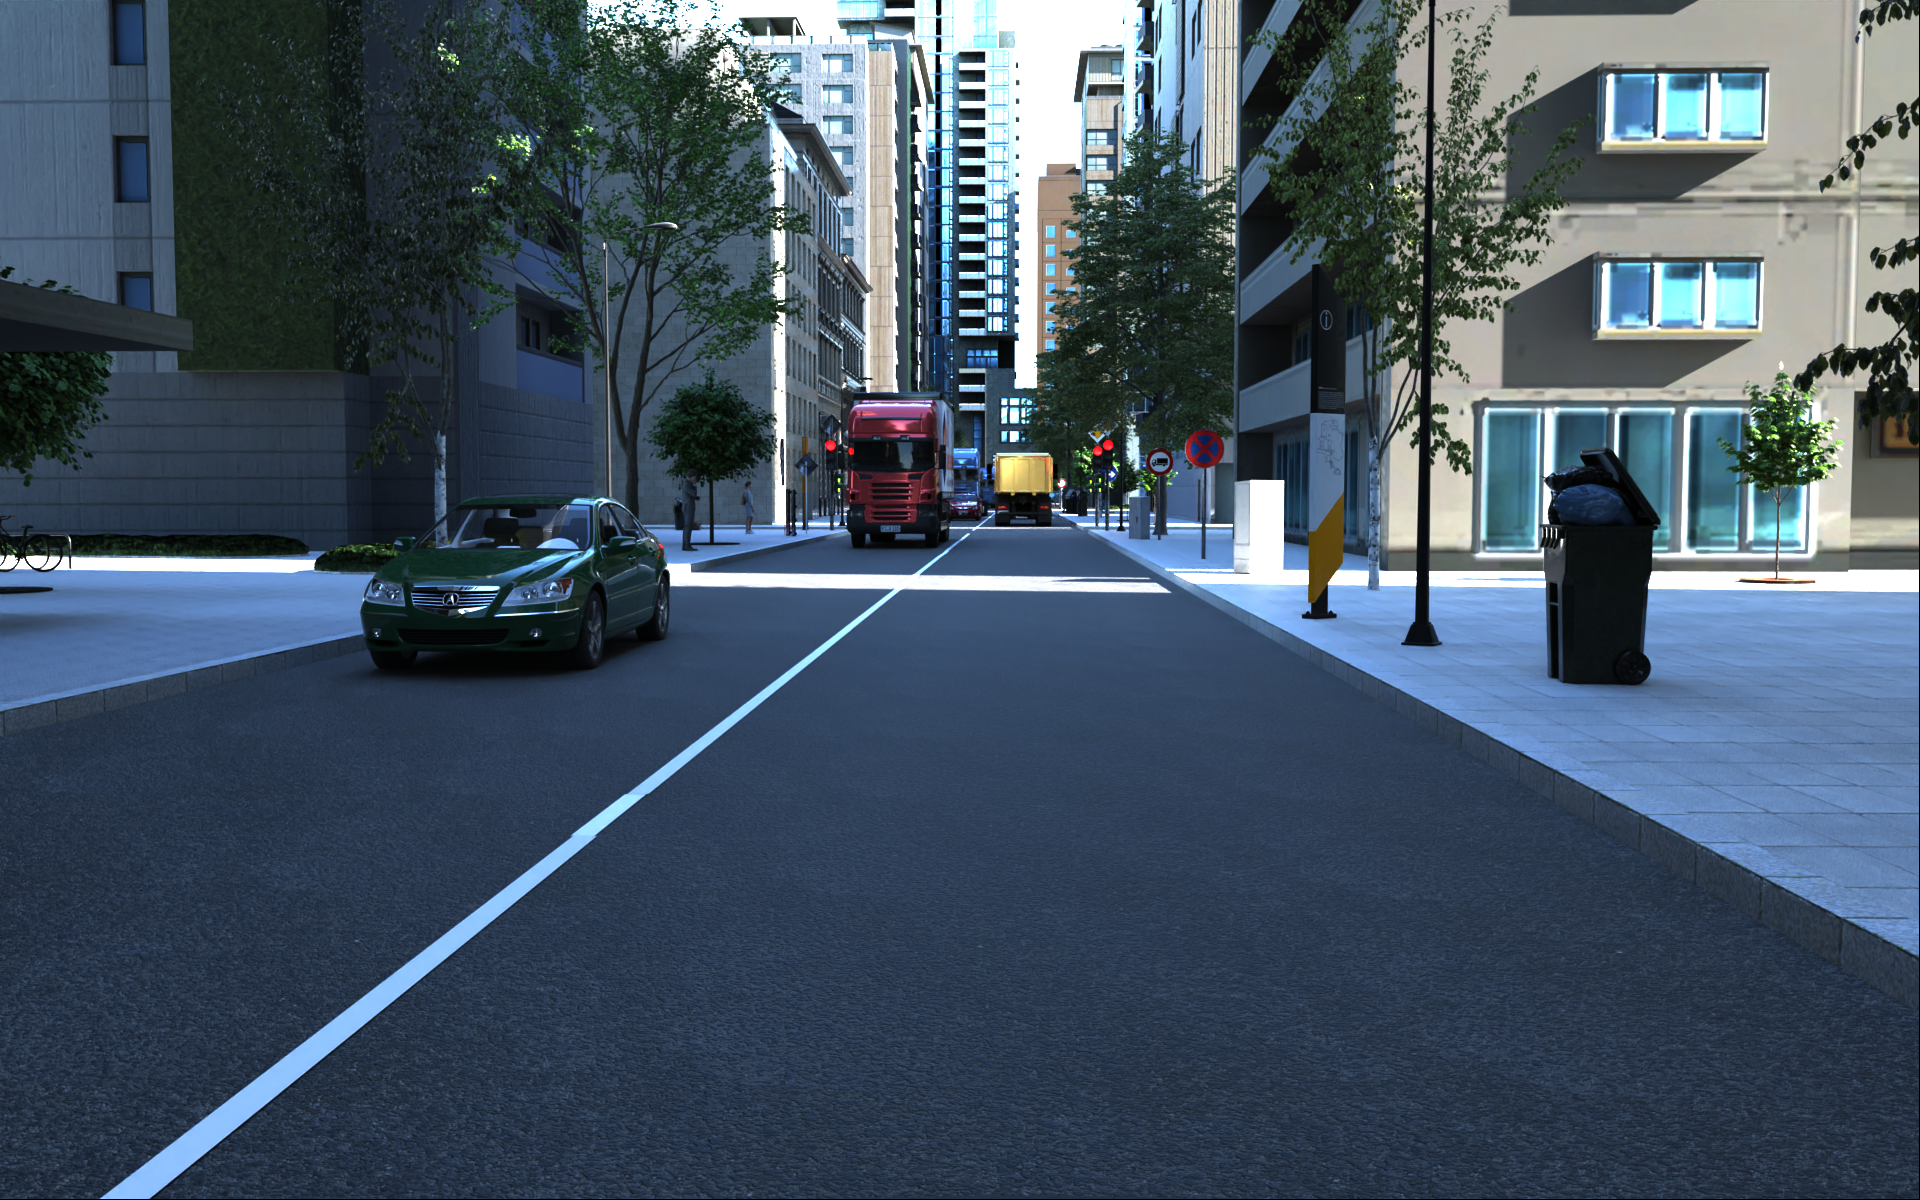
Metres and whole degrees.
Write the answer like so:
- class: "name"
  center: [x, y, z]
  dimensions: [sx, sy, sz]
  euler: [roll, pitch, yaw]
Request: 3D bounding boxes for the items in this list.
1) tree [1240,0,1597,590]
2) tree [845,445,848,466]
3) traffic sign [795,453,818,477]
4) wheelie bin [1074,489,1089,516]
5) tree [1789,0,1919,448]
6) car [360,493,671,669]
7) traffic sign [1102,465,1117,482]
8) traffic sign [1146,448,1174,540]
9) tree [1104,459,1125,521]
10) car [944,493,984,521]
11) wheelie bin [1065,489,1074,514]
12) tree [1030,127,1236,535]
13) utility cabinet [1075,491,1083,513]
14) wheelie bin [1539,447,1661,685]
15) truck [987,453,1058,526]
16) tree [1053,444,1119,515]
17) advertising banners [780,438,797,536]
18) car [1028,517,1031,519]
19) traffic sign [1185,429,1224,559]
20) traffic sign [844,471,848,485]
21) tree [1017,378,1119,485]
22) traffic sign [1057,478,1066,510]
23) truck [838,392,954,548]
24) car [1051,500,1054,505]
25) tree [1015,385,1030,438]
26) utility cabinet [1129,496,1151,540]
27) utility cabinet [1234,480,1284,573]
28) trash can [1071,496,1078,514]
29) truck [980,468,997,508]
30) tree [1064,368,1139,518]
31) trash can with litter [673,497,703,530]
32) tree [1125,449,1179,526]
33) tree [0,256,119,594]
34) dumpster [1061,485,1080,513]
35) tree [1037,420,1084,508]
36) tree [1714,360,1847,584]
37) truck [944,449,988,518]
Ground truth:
- class: "tree"
  center: [5.700, -4.427, 22.738]
  dimensions: [4.737, 8.622, 4.395]
  euler: [0, 3, 0]
- class: "tree"
  center: [-4.358, -6.340, 87.364]
  dimensions: [4.285, 4.588, 4.351]
  euler: [0, 3, 0]
- class: "traffic sign"
  center: [-4.973, -3.436, 55.914]
  dimensions: [0.795, 2.593, 0.064]
  euler: [1, 4, 12]
- class: "wheelie bin"
  center: [7.176, -5.692, 100.973]
  dimensions: [0.693, 1.594, 0.980]
  euler: [0, 4, 5]
- class: "tree"
  center: [4.995, -3.483, 7.303]
  dimensions: [4.360, 8.622, 3.978]
  euler: [0, 3, 0]
- class: "car"
  center: [-3.852, -0.238, 15.693]
  dimensions: [2.131, 1.459, 4.920]
  euler: [0, 4, 2]
- class: "traffic sign"
  center: [6.228, -4.449, 72.845]
  dimensions: [0.768, 2.556, 0.104]
  euler: [0, 4, 6]
- class: "traffic sign"
  center: [5.540, -2.934, 48.082]
  dimensions: [0.768, 2.556, 0.104]
  euler: [0, 4, 3]
- class: "tree"
  center: [7.763, -5.322, 81.623]
  dimensions: [1.663, 3.219, 1.824]
  euler: [0, 3, 0]
- class: "car"
  center: [0.219, -5.223, 94.433]
  dimensions: [2.155, 1.783, 4.494]
  euler: [0, 4, 2]
- class: "wheelie bin"
  center: [7.264, -6.423, 112.922]
  dimensions: [0.693, 1.594, 0.980]
  euler: [-2, 4, -29]
- class: "tree"
  center: [6.248, -8.353, 54.698]
  dimensions: [7.486, 12.596, 7.792]
  euler: [0, 3, 0]
- class: "utility cabinet"
  center: [7.760, -6.506, 115.057]
  dimensions: [1.173, 1.500, 0.318]
  euler: [3, 5, 43]
- class: "wheelie bin"
  center: [4.351, -0.241, 11.856]
  dimensions: [0.693, 1.594, 0.980]
  euler: [0, 4, 4]
- class: "truck"
  center: [2.917, -5.173, 80.509]
  dimensions: [3.469, 3.379, 9.791]
  euler: [0, 4, 2]
- class: "tree"
  center: [8.397, -7.556, 107.253]
  dimensions: [4.285, 4.588, 4.351]
  euler: [0, 3, 0]
- class: "advertising banners"
  center: [-5.308, -3.501, 53.430]
  dimensions: [0.090, 3.025, 2.074]
  euler: [-1, 4, -18]
- class: "car"
  center: [3.287, -5.372, 99.828]
  dimensions: [2.014, 1.417, 4.499]
  euler: [0, 4, 3]
- class: "traffic sign"
  center: [4.813, -2.083, 34.157]
  dimensions: [0.768, 2.556, 0.104]
  euler: [0, 4, 6]
- class: "traffic sign"
  center: [-4.869, -4.602, 77.377]
  dimensions: [0.606, 2.300, 0.079]
  euler: [0, 4, 5]
- class: "tree"
  center: [8.433, -12.208, 134.015]
  dimensions: [8.767, 10.594, 7.601]
  euler: [1, 4, 11]
- class: "traffic sign"
  center: [8.305, -8.665, 141.779]
  dimensions: [0.768, 2.556, 0.104]
  euler: [0, 4, 4]
- class: "truck"
  center: [-1.618, -3.728, 49.870]
  dimensions: [2.839, 4.237, 11.283]
  euler: [0, 4, 2]
- class: "car"
  center: [4.982, -6.016, 110.370]
  dimensions: [2.014, 1.417, 4.499]
  euler: [0, 4, 4]
- class: "tree"
  center: [7.904, -12.626, 124.556]
  dimensions: [7.486, 12.596, 7.792]
  euler: [0, 3, 0]
- class: "utility cabinet"
  center: [5.100, -2.334, 49.320]
  dimensions: [0.306, 1.237, 1.020]
  euler: [-1, 4, -14]
- class: "utility cabinet"
  center: [4.845, -1.189, 28.121]
  dimensions: [0.318, 1.500, 1.173]
  euler: [3, 4, 36]
- class: "trash can"
  center: [7.473, -6.054, 110.644]
  dimensions: [0.748, 1.137, 0.748]
  euler: [0, 3, 0]
- class: "truck"
  center: [2.821, -11.827, 183.122]
  dimensions: [2.967, 4.110, 18.799]
  euler: [0, 4, 2]
- class: "tree"
  center: [7.674, -8.787, 94.037]
  dimensions: [4.737, 8.622, 4.395]
  euler: [0, 3, 0]
- class: "trash can with litter"
  center: [-9.628, -3.059, 61.398]
  dimensions: [1.055, 1.170, 0.624]
  euler: [0, 4, 5]
- class: "tree"
  center: [7.945, -4.683, 71.168]
  dimensions: [1.663, 3.219, 1.824]
  euler: [0, 3, 0]
- class: "tree"
  center: [-12.687, -2.373, 22.513]
  dimensions: [4.285, 4.588, 4.351]
  euler: [0, 3, 0]
- class: "dumpster"
  center: [7.497, -6.796, 116.868]
  dimensions: [1.264, 1.857, 1.865]
  euler: [0, 4, 2]
- class: "tree"
  center: [9.427, -12.809, 159.793]
  dimensions: [4.360, 8.622, 3.978]
  euler: [0, 3, 0]
- class: "tree"
  center: [11.725, -1.862, 25.041]
  dimensions: [1.663, 3.219, 1.824]
  euler: [0, 3, 0]
- class: "truck"
  center: [0.267, -7.237, 108.079]
  dimensions: [2.967, 4.110, 18.799]
  euler: [0, 4, 3]
